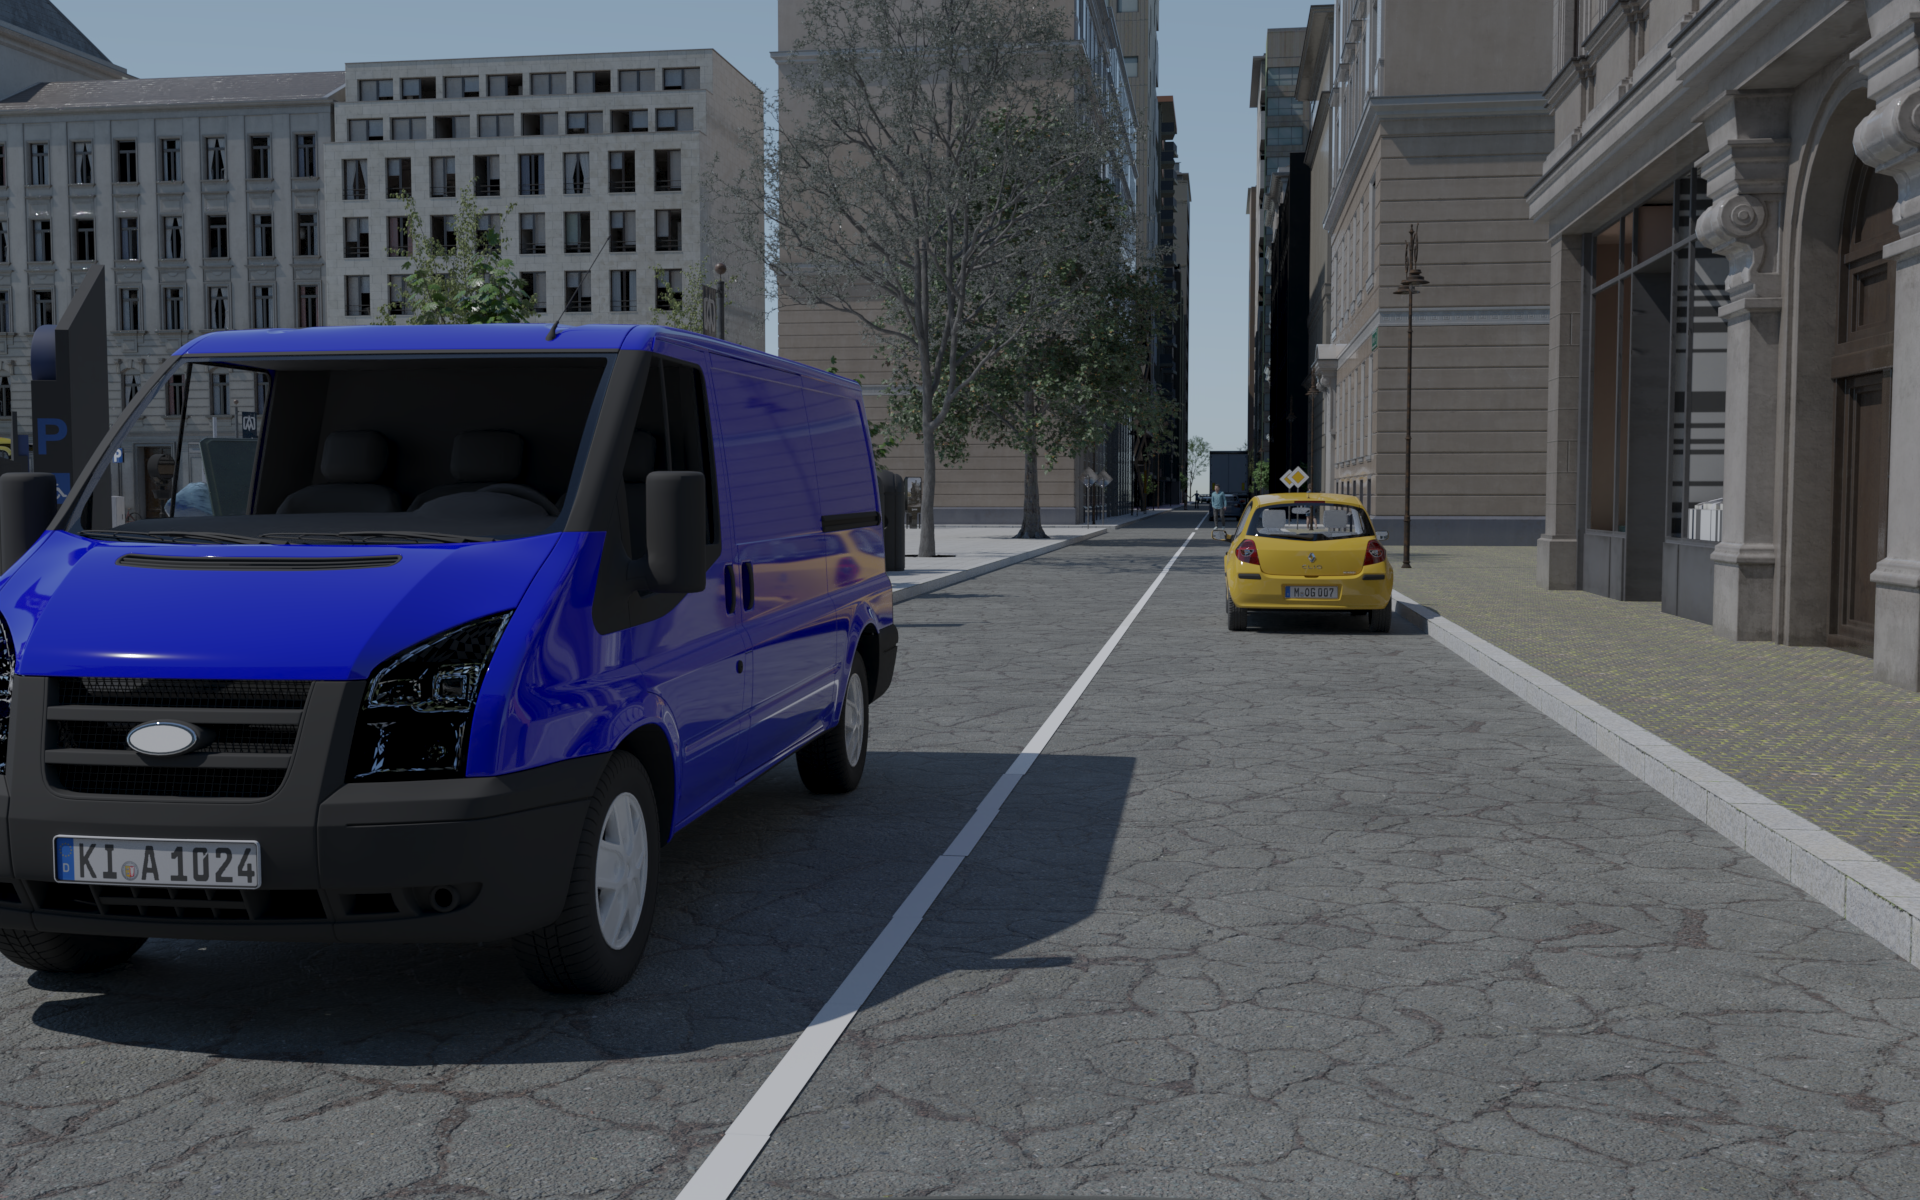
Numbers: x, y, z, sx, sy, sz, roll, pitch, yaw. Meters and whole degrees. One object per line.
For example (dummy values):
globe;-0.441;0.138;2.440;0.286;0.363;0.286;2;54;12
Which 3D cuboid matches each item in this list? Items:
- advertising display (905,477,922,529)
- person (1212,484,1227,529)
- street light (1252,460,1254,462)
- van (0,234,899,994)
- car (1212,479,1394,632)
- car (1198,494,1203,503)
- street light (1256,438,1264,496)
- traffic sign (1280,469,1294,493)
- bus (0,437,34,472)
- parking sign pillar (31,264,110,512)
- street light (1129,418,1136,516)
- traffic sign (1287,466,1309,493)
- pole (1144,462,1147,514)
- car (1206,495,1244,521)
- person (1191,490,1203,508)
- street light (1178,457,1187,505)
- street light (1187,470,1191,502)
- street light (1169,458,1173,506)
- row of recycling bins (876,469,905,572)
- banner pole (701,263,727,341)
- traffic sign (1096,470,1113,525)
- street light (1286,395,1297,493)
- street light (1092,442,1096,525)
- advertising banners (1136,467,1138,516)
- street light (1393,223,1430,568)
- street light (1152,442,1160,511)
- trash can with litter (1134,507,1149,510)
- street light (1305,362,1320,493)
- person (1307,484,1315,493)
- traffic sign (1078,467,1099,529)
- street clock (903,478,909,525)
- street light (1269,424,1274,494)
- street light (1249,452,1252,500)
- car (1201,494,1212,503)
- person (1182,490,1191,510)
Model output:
advertising display;-1.727;-3.598;64.041;0.123;1.923;0.974;2;4;32
person;10.539;-3.780;70.318;0.660;1.820;0.620;2;4;25
street light;27.014;-11.274;157.123;0.468;5.910;1.993;1;4;9
van;-1.634;-0.150;6.840;2.240;2.365;5.245;0;4;8
car;3.846;-0.566;19.482;2.015;1.641;3.980;1;4;8
car;39.375;-16.393;279.821;2.131;1.459;4.920;0;4;8
street light;24.961;-10.443;143.533;0.468;5.910;1.993;1;4;9
traffic sign;13.359;-4.074;70.258;0.795;2.450;0.064;1;4;9
bus;-45.169;-5.105;75.015;12.252;3.916;2.896;0;4;8
parking sign pillar;-10.141;-1.915;19.782;1.447;3.967;1.447;-1;4;-9
street light;10.271;-7.980;103.262;0.468;5.910;1.993;1;4;9
traffic sign;12.163;-3.591;62.363;0.795;2.450;0.064;1;4;9
pole;11.934;-7.205;111.644;0.158;3.312;0.155;0;3;0
car;14.206;-4.936;92.704;2.014;1.417;4.499;0;4;7
person;23.586;-10.029;172.465;1.348;1.826;0.705;1;4;13
street light;29.476;-15.703;229.537;0.468;5.910;1.993;1;4;9
street light;34.096;-17.605;260.635;0.468;5.910;1.993;1;4;9
street light;21.817;-12.629;179.264;0.468;5.910;1.993;1;4;9
row of recycling bins;-1.928;-1.263;27.767;1.069;1.692;3.534;2;4;28
banner pole;-2.630;-1.749;18.615;0.401;3.779;0.863;1;4;10
traffic sign;5.903;-4.144;71.404;0.795;2.450;0.064;1;4;9
street light;15.450;-6.613;80.910;0.468;5.910;1.993;1;4;9
street light;5.589;-6.079;72.174;0.468;5.910;1.993;1;4;9
advertising banners;10.221;-6.334;99.752;0.090;3.025;2.074;0;4;6
street light;7.730;-3.488;29.810;0.468;5.910;1.993;1;4;9
street light;15.058;-9.897;134.600;0.468;5.910;1.993;1;4;9
trash can with litter;14.357;-7.833;139.127;2.233;1.210;1.678;2;4;26
street light;12.393;-5.389;60.901;0.468;5.910;1.993;1;4;9
person;13.164;-3.451;64.955;0.581;1.822;0.654;-1;4;-20
traffic sign;4.707;-3.662;63.509;0.795;2.450;0.064;1;4;9
street clock;-2.103;-4.107;71.718;0.358;2.002;0.471;-3;5;-44
street light;20.254;-8.531;112.275;0.468;5.910;1.993;1;4;9
street light;31.679;-13.190;188.439;0.468;5.910;1.993;1;4;9
car;37.715;-15.465;264.653;2.131;1.459;4.920;0;4;7
person;20.227;-8.962;155.034;0.705;1.824;1.348;-2;4;-29
